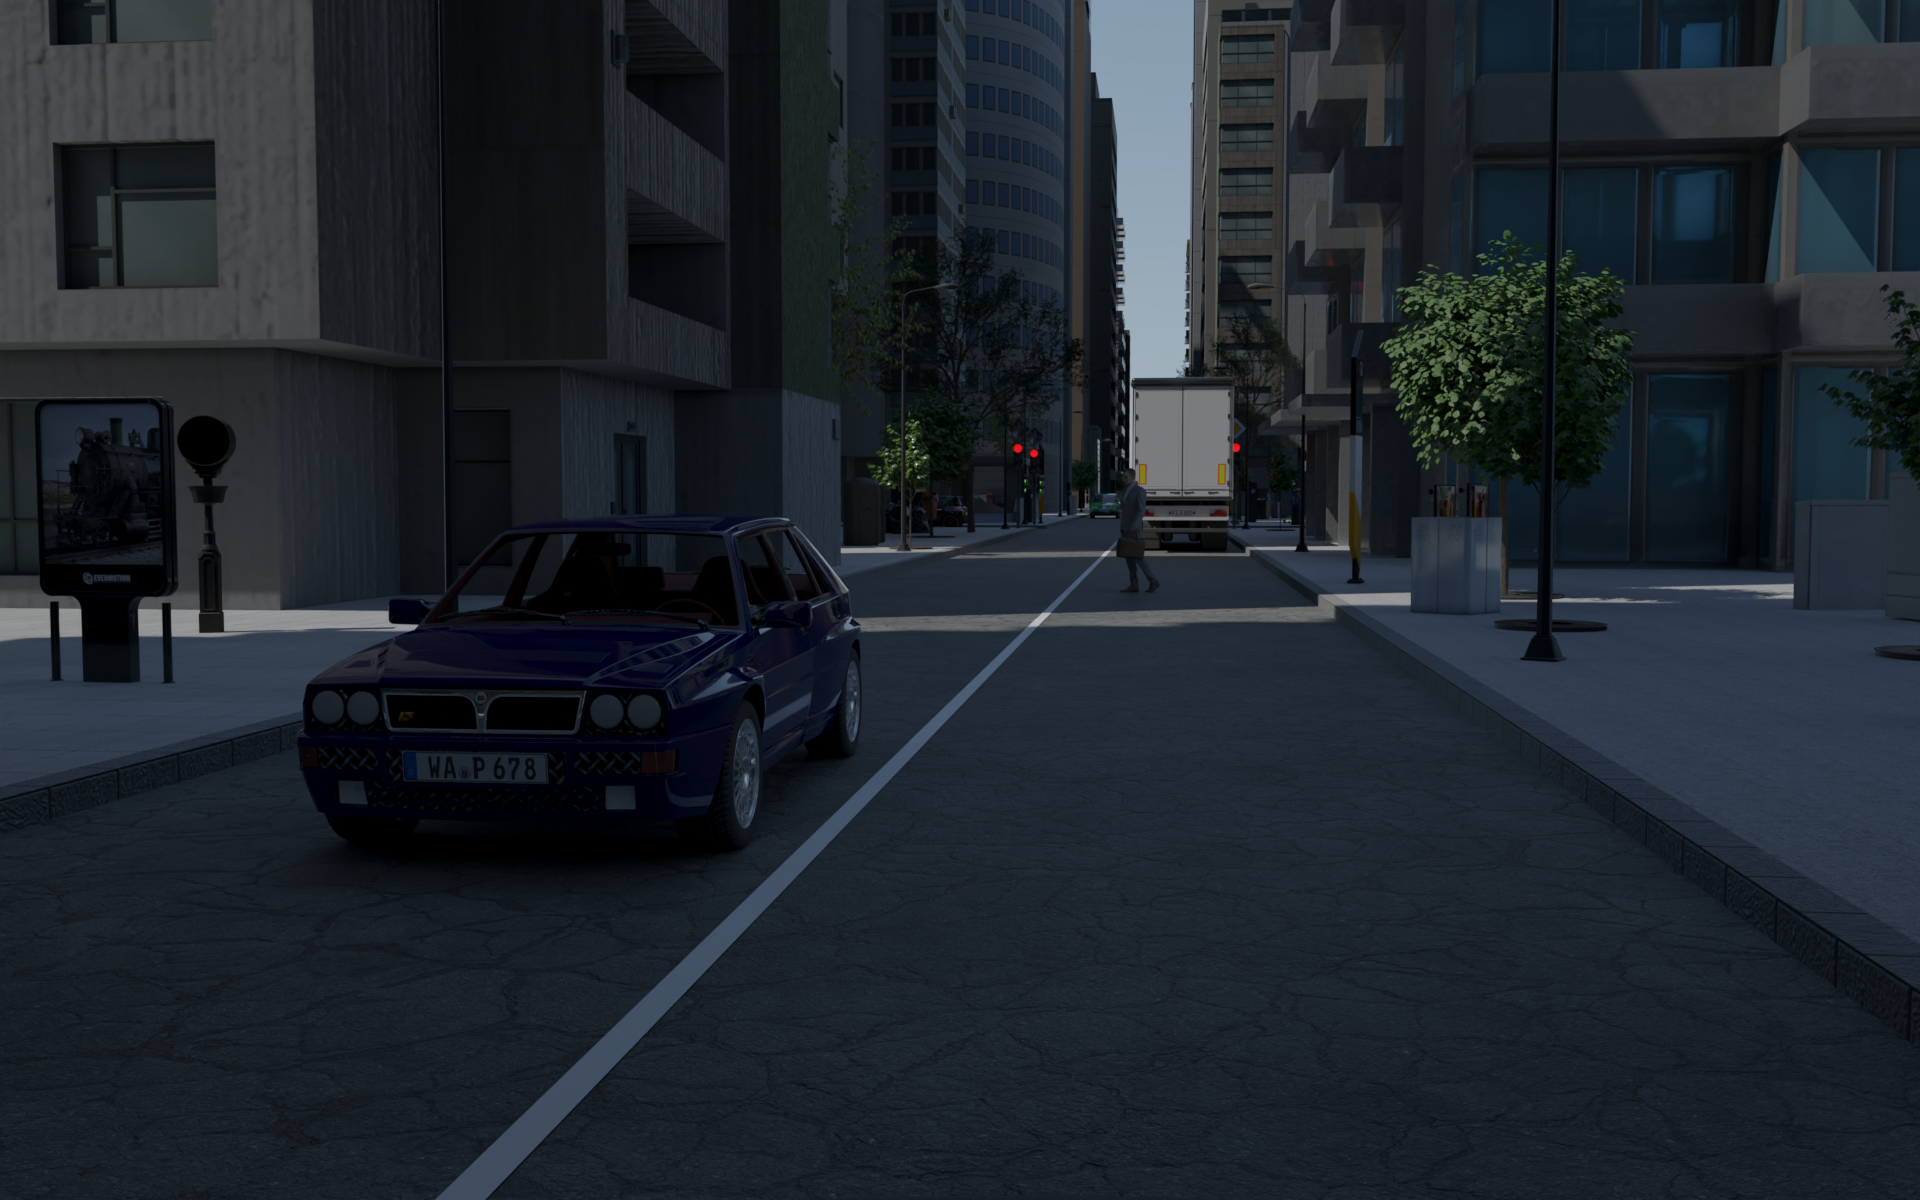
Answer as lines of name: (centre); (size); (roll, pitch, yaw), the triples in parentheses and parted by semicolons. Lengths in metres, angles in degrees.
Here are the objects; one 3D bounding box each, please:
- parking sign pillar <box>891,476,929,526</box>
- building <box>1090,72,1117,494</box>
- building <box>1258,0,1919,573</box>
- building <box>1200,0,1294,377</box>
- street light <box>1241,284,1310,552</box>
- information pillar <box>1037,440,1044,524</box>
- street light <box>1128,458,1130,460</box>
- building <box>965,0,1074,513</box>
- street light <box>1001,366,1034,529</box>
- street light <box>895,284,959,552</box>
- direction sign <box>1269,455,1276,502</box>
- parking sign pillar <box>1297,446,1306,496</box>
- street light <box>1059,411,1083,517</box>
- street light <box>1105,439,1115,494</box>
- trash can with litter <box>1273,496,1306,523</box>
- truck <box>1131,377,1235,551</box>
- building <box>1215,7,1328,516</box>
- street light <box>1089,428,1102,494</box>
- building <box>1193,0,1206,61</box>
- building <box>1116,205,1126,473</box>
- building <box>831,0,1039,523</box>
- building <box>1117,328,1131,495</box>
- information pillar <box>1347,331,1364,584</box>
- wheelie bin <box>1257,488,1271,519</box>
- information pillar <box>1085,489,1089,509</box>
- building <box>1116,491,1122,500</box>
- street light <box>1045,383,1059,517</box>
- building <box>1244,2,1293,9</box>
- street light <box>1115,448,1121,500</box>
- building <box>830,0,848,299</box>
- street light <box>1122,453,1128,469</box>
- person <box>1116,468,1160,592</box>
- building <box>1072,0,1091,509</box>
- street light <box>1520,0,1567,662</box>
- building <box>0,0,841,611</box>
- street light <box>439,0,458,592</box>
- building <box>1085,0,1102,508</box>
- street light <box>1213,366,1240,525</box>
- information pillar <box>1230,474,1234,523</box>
parking sign pillar: (-1.877, -4.618, 63.973); (1.447, 3.967, 1.447); (1, 4, 9)
building: (7.463, -35.510, 204.283); (21.300, 48.544, 21.600); (0, 4, 7)
building: (19.619, -25.724, 40.195); (23.786, 49.044, 30.456); (0, 4, 7)
building: (32.877, -32.646, 157.460); (21.300, 48.544, 21.600); (0, 4, 7)
street light: (7.047, -4.023, 38.309); (1.470, 5.913, 1.316); (0, 4, 7)
information pillar: (3.544, -5.140, 75.387); (0.183, 3.616, 0.504); (-1, 4, -17)
street light: (21.969, -15.819, 231.180); (1.470, 5.913, 1.316); (0, 4, 7)
building: (-3.289, -35.448, 121.577); (21.231, 58.520, 28.212); (0, 4, 7)
street light: (2.191, -5.533, 63.002); (1.470, 5.913, 1.316); (0, 4, 7)
street light: (-0.718, -4.030, 38.437); (1.470, 5.913, 1.316); (0, 4, 7)
direction sign: (18.268, -6.622, 100.263); (0.876, 3.537, 0.379); (-1, 4, -12)
parking sign pillar: (19.332, -6.573, 95.934); (1.447, 3.967, 1.447); (1, 4, 16)
street light: (6.160, -7.613, 97.018); (1.470, 5.913, 1.316); (0, 4, 7)
street light: (12.347, -10.765, 148.551); (1.470, 5.913, 1.316); (0, 4, 7)
trash can with litter: (14.981, -3.996, 76.390); (2.233, 1.210, 1.678); (2, 4, 28)
truck: (6.015, -3.562, 47.160); (2.839, 4.237, 11.283); (0, 4, 7)
building: (22.790, -20.488, 106.676); (14.160, 30.474, 14.107); (0, 4, 7)
street light: (9.101, -9.141, 121.999); (1.470, 5.913, 1.316); (0, 4, 7)
building: (34.967, -39.145, 182.023); (21.231, 58.520, 28.212); (0, 4, 7)
building: (14.557, -39.878, 271.619); (23.786, 49.044, 30.456); (0, 4, 7)
building: (-12.613, -24.055, 85.175); (32.217, 40.220, 23.993); (0, 4, 7)
building: (21.705, -31.957, 294.198); (14.160, 30.474, 14.107); (0, 4, 7)
information pillar: (5.656, -2.041, 24.727); (0.183, 3.616, 0.504); (2, 4, 24)
wheelie bin: (15.277, -4.869, 87.520); (0.980, 1.594, 0.693); (2, 4, 33)
information pillar: (10.841, -8.755, 147.636); (0.304, 2.012, 0.304); (0, 4, -4)
building: (6.711, -33.827, 244.951); (32.217, 40.220, 23.993); (0, 4, 7)
street light: (3.261, -6.116, 72.533); (1.470, 5.913, 1.316); (0, 4, 7)
building: (33.600, -26.936, 132.290); (32.217, 40.220, 23.993); (0, 4, 7)
street light: (15.151, -12.261, 173.008); (1.470, 5.913, 1.316); (0, 4, 7)
building: (-18.659, -28.335, 52.522); (27.495, 52.752, 28.713); (0, 4, 7)
street light: (18.115, -13.773, 197.735); (1.470, 5.913, 1.316); (0, 4, 7)
person: (2.504, -1.015, 25.223); (0.853, 1.813, 0.709); (-2, 4, -32)
building: (4.475, -30.916, 155.584); (14.600, 45.320, 14.200); (0, 4, 7)
street light: (3.976, -2.492, 13.285); (1.470, 5.913, 1.316); (0, 4, 7)
building: (-9.930, -15.457, 24.418); (14.160, 30.474, 14.107); (0, 4, 7)
street light: (-3.711, -2.551, 14.253); (1.470, 5.913, 1.316); (0, 4, 7)
building: (3.656, -52.873, 177.139); (22.319, 86.520, 31.000); (0, 4, 7)
street light: (9.895, -5.534, 63.021); (1.470, 5.913, 1.316); (0, 4, 7)
information pillar: (12.015, -5.181, 76.067); (0.183, 3.616, 0.504); (-1, 4, -15)
